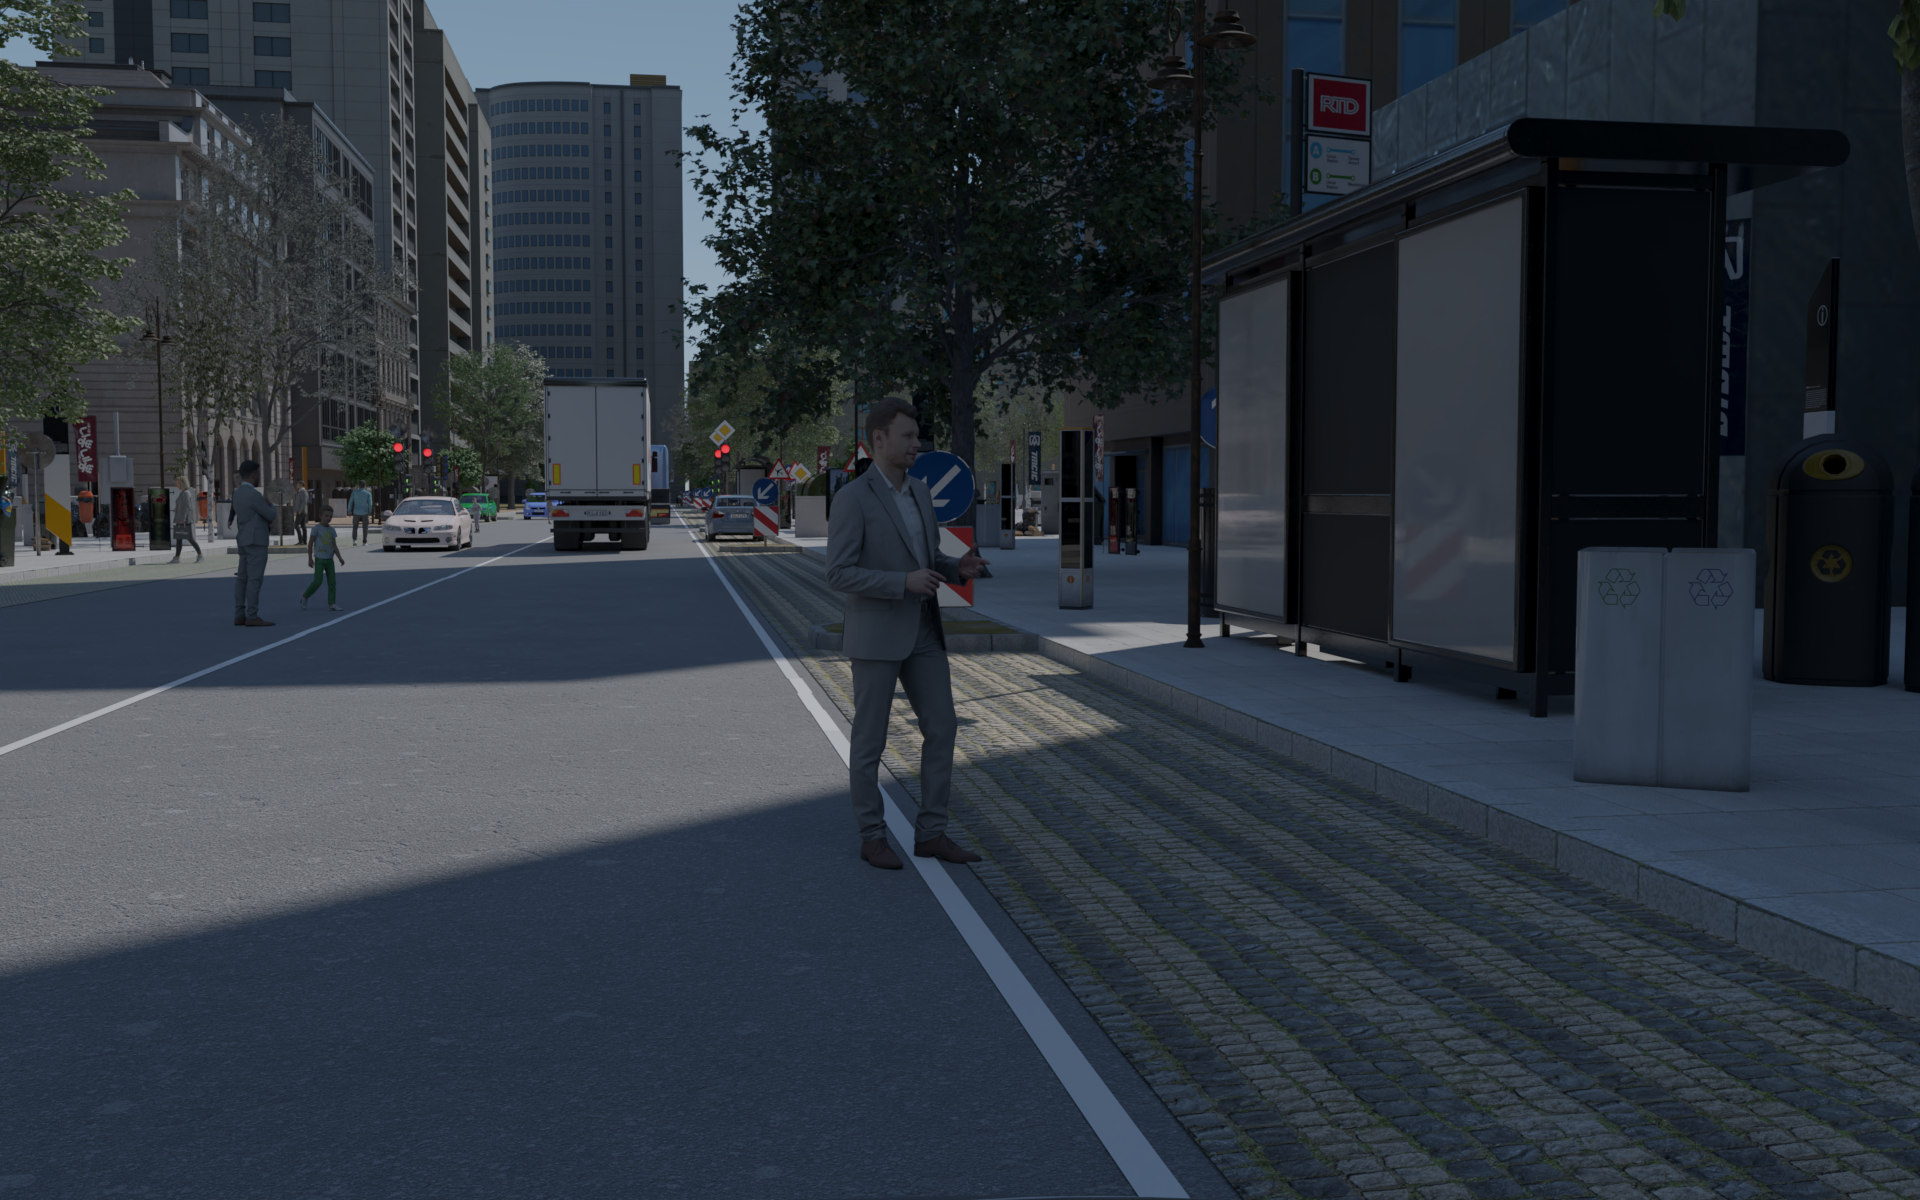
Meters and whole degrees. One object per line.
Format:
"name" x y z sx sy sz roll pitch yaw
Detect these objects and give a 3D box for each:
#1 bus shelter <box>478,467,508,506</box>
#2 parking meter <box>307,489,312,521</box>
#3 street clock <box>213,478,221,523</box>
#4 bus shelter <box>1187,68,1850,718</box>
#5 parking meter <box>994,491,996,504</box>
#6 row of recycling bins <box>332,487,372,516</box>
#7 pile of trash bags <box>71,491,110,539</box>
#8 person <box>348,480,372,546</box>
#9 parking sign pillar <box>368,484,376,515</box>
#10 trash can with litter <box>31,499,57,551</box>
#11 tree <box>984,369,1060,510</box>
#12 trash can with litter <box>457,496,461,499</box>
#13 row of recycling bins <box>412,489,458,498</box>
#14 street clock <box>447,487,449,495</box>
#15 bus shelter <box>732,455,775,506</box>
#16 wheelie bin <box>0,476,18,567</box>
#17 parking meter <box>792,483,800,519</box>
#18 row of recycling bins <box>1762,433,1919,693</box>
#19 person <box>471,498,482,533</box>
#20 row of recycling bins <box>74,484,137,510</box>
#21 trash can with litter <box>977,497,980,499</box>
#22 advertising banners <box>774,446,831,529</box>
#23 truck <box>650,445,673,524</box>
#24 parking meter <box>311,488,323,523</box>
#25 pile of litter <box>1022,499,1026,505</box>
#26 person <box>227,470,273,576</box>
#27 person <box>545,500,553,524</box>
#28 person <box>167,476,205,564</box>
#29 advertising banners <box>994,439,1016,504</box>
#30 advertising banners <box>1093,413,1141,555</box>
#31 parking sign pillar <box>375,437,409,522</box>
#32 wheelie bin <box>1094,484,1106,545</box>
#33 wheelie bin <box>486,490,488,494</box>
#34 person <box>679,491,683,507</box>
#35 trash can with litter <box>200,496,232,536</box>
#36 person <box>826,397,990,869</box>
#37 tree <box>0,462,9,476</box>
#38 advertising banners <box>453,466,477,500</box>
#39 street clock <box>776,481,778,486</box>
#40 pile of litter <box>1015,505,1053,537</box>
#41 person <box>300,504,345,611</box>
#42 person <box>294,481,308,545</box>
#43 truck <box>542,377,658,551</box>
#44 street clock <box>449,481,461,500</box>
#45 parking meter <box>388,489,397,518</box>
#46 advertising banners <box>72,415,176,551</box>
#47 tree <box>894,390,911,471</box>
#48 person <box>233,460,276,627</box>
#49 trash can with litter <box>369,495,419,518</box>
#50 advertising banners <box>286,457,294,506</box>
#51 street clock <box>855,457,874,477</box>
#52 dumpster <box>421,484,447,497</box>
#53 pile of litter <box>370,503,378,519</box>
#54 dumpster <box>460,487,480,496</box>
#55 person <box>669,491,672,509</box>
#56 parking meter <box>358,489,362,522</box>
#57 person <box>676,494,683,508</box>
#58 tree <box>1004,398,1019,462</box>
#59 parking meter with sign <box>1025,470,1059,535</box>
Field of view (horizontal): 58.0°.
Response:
"bus shelter" -36.004 -8.517 133.175 2.014 3.302 5.546 -1 4 -10
"parking meter" -30.639 -4.488 81.795 0.372 1.533 0.369 0 3 0
"street clock" -33.438 -4.490 77.975 0.358 2.002 0.471 -1 4 -21
"bus shelter" 3.360 -2.231 14.107 2.179 5.291 8.768 -1 4 -10
"parking meter" 2.330 -6.075 107.744 0.372 1.533 0.369 0 3 0
"row of recycling bins" -35.859 -5.819 102.255 3.534 1.692 1.069 3 4 37
"pile of trash bags" -25.697 -2.533 51.161 1.912 1.369 3.447 -2 4 -24
"person" -16.584 -2.406 47.855 0.660 1.820 0.620 -1 4 -12
"parking sign pillar" -35.705 -7.129 105.035 1.447 3.967 1.447 -1 4 -12
"trash can with litter" -20.767 -1.712 39.375 0.624 1.170 1.055 -1 4 -23
"tree" 3.823 -8.980 97.182 4.360 8.622 3.978 0 3 0
"trash can with litter" -32.502 -6.216 113.024 0.624 1.170 1.055 -1 4 -21
"row of recycling bins" -38.936 -7.447 128.864 3.534 1.692 1.069 -2 4 -27
"street clock" -39.870 -7.990 135.214 0.358 2.002 0.471 0 4 5
"bus shelter" -10.769 -5.964 91.438 2.014 3.302 5.546 -1 4 -10
"wheelie bin" -17.057 -1.379 30.450 0.980 1.594 0.693 0 4 2
"parking meter" -8.312 -5.021 87.803 0.255 1.863 0.399 2 4 26
"row of recycling bins" 6.763 -0.226 10.805 1.069 1.692 3.534 -2 4 -35
"person" -17.970 -3.155 64.360 0.425 1.301 0.394 0 4 -2
"row of recycling bins" -35.250 -3.932 71.403 1.069 1.692 3.534 0 4 7
"trash can with litter" 0.648 -6.256 113.337 2.233 1.210 1.678 0 4 6
"advertising banners" -5.696 -4.096 63.163 2.074 3.025 0.090 1 4 11
"truck" -16.240 -6.095 89.418 2.967 4.110 18.799 -1 4 -10
"parking meter" -28.881 -4.256 78.003 0.372 1.533 0.369 0 3 0
"pile of litter" 5.276 -8.113 146.606 1.176 0.858 1.719 -1 4 -17
"person" -12.325 -1.317 29.812 0.659 1.850 0.755 1 4 19
"person" -19.502 -4.510 82.573 0.599 1.781 0.374 3 5 39
"person" -15.869 -1.640 35.496 0.728 1.800 0.709 -2 4 -32
"advertising banners" 1.470 -3.676 56.283 0.090 3.025 2.074 -1 4 -16
"advertising banners" 3.312 -2.495 36.981 0.090 3.025 2.074 -1 4 -23
"parking sign pillar" -26.611 -5.689 81.485 1.447 3.967 1.447 -1 4 -20
"wheelie bin" 3.324 -2.193 43.771 0.693 1.594 0.980 1 4 9
"wheelie bin" -34.767 -7.362 128.281 0.980 1.594 0.693 0 4 7
"person" -28.713 -10.339 178.093 0.434 1.755 0.990 0 4 5
"trash can with litter" -22.186 -2.587 53.353 2.233 1.210 1.678 -1 4 -22
"person" -0.188 0.126 6.632 0.583 1.804 0.606 2 4 35
"tree" -31.233 -3.695 55.020 1.663 3.219 1.824 0 3 0
"advertising banners" -30.218 -6.706 105.828 2.074 3.025 0.090 2 4 30
"street clock" -9.138 -5.136 88.544 0.471 2.002 0.358 -1 4 -21
"pile of litter" 2.016 -2.367 52.670 1.719 0.858 1.176 3 5 45
"person" -7.843 -0.521 21.271 0.590 1.304 0.306 1 4 19
"person" -18.399 -2.423 48.295 0.473 1.802 0.592 0 4 -5
"truck" -9.689 -3.565 47.202 2.839 4.237 11.283 -1 4 -10
"street clock" -27.821 -5.577 95.748 0.358 2.002 0.471 1 4 19
"parking meter" -25.664 -4.274 78.287 0.372 1.533 0.369 0 3 0
"advertising banners" -18.782 -2.611 38.884 2.074 3.025 0.090 -2 4 -33
"tree" -3.690 -9.515 105.940 4.737 8.622 4.395 0 3 0
"person" -7.657 -0.623 18.871 0.511 1.800 0.466 2 4 29
"trash can with litter" -30.697 -5.027 93.244 2.233 1.210 1.678 1 4 8
"advertising banners" -32.413 -5.318 83.139 2.074 3.025 0.090 3 5 43
"street clock" -1.838 -1.823 34.381 0.471 2.002 0.358 0 4 4
"dumpster" -30.483 -5.783 100.312 1.264 1.857 1.865 -1 4 -10
"pile of litter" -29.617 -4.582 88.880 1.176 0.858 1.719 -2 4 -30
"dumpster" -34.672 -7.135 122.410 1.264 1.857 1.865 -1 4 -10
"person" -28.579 -9.861 170.518 0.721 1.735 1.217 -1 4 -22
"parking meter" -30.147 -4.810 87.055 0.372 1.533 0.369 0 3 0
"person" -28.534 -10.058 176.139 0.628 1.438 0.799 2 4 30
"tree" 4.850 -10.535 122.607 4.737 8.622 4.395 0 3 0
"parking meter with sign" 2.925 -3.580 54.789 1.738 3.016 0.543 1 4 16
